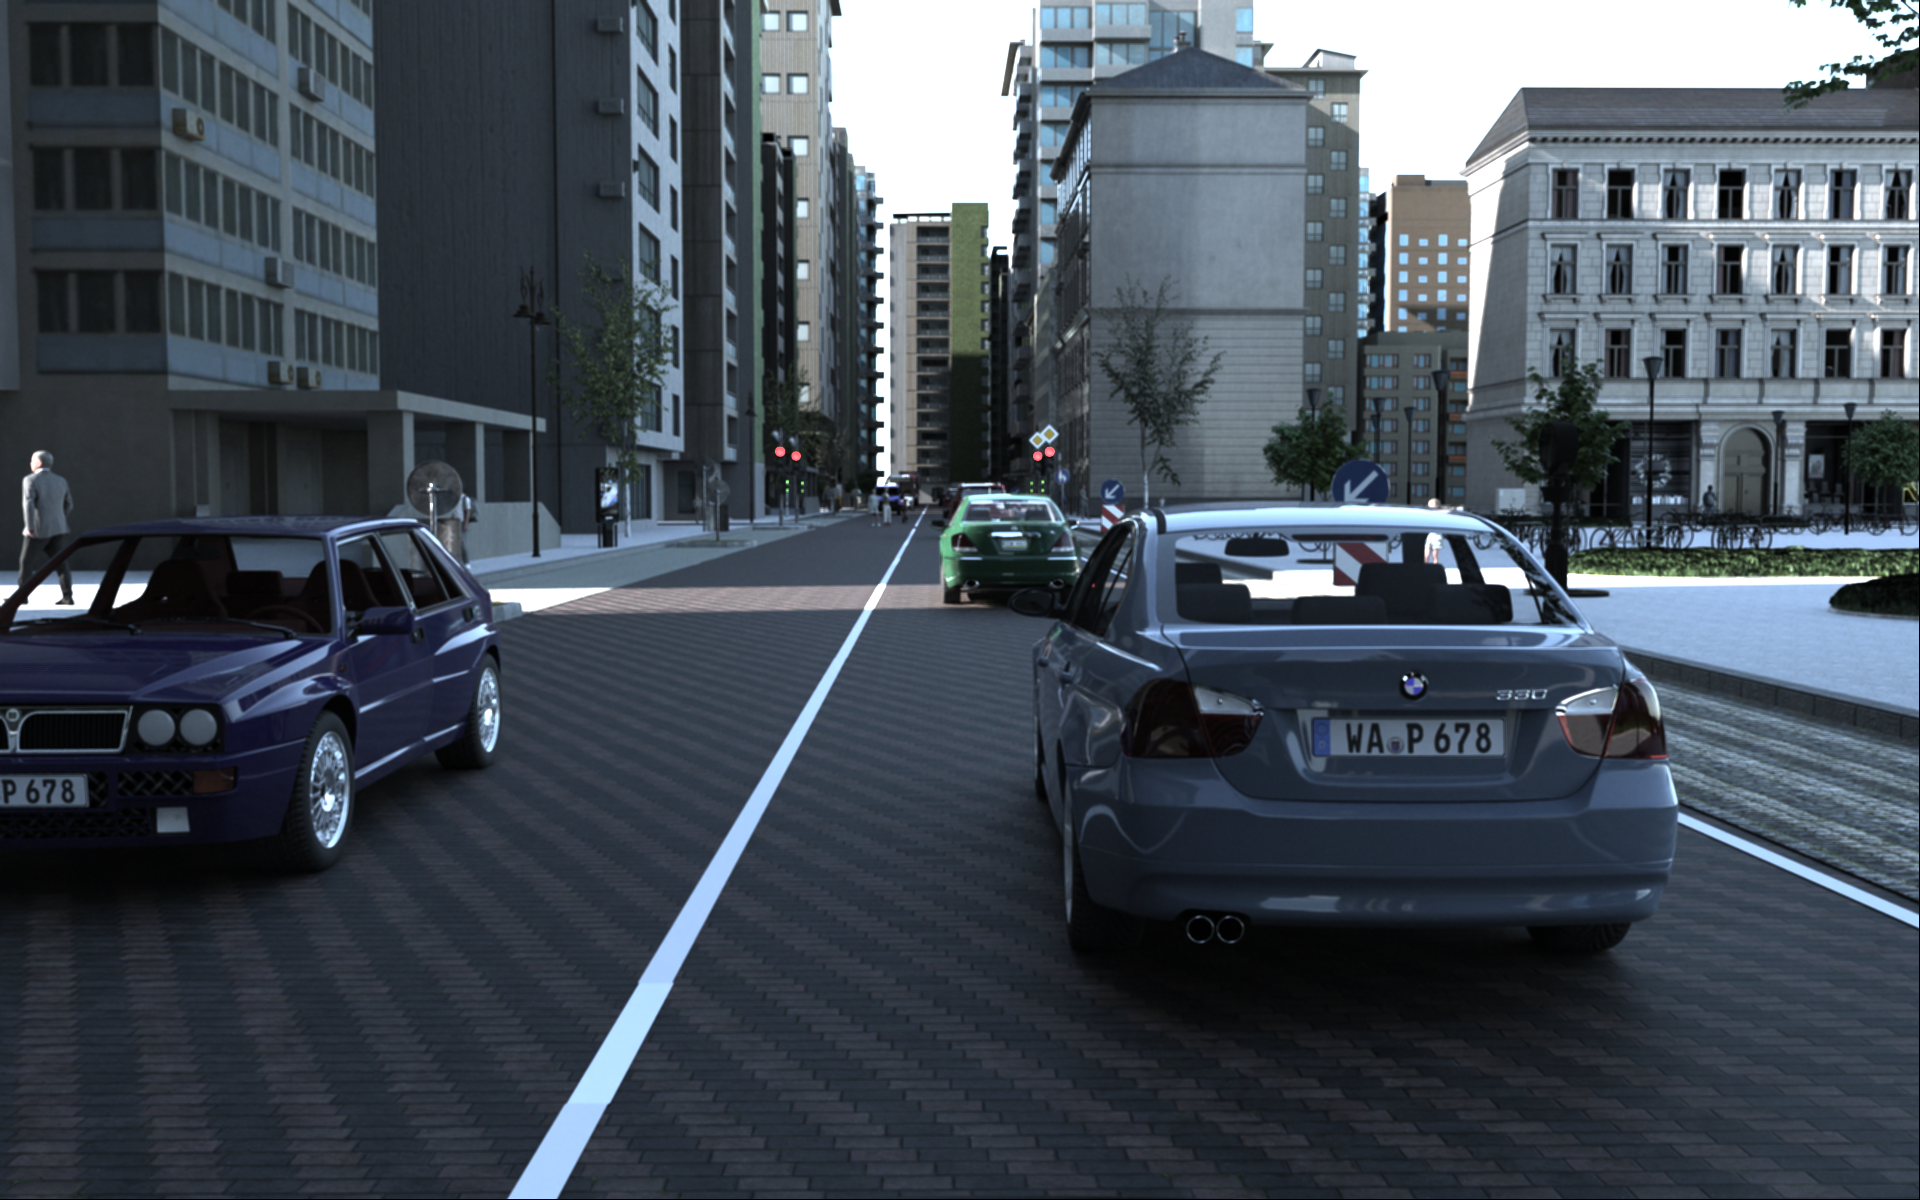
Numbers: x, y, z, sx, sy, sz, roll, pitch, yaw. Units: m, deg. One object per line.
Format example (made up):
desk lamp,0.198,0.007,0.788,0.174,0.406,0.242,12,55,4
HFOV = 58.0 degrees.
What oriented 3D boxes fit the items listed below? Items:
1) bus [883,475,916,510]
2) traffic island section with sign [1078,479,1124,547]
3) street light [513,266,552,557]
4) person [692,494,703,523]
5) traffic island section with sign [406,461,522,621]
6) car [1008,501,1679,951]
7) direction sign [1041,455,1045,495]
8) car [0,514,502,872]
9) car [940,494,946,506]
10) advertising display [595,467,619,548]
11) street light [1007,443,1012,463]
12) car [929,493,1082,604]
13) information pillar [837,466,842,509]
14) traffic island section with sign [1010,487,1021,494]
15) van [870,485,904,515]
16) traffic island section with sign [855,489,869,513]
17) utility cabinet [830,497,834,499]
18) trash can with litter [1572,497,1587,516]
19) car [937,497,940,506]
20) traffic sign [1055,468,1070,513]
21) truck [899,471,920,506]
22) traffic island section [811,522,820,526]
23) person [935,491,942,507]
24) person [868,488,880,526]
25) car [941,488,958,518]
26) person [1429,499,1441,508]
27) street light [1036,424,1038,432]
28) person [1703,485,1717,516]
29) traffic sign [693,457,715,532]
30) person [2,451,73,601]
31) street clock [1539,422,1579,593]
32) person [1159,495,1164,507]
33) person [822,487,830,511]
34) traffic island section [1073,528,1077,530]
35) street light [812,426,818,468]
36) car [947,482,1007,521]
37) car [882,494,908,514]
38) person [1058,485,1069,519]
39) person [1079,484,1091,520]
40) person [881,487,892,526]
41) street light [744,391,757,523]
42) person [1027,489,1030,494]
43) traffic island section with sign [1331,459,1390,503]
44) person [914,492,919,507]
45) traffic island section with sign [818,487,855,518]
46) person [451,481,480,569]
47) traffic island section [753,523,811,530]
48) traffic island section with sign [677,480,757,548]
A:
bus,-5.688,-10.198,161.602,2.948,3.499,13.247,0,4,-2
traffic island section with sign,3.960,-2.358,47.178,1.989,1.847,2.006,0,4,-1
street light,-8.667,-3.820,35.250,0.468,5.910,1.993,0,4,-1
person,-11.652,-4.073,76.902,0.475,1.303,0.640,-2,4,-26
traffic island section with sign,-6.152,-0.691,19.923,1.989,1.847,2.006,0,4,-1
car,1.206,0.323,6.728,2.014,1.417,4.499,0,4,0
direction sign,4.860,-6.706,101.639,0.379,3.537,0.876,1,4,13
car,-3.284,0.294,7.775,1.945,1.354,3.894,0,4,-2
car,-1.529,-11.822,203.074,2.009,1.686,4.222,0,3,0
advertising display,-8.457,-2.222,41.545,0.123,1.923,0.974,1,4,16
street light,4.319,-11.001,152.657,0.468,5.910,1.993,0,4,-1
car,0.641,-0.750,24.063,2.131,1.459,4.920,0,4,-1
information pillar,-10.153,-9.439,145.689,0.504,3.616,0.183,-3,5,-40
traffic island section with sign,3.143,-5.747,102.588,1.989,1.847,2.006,0,4,-1
van,-5.010,-7.023,119.212,2.240,2.365,5.245,0,4,-2
traffic island section with sign,-7.793,-7.402,129.648,1.989,1.847,2.006,0,4,-1
utility cabinet,-10.021,-7.804,136.272,0.318,1.500,1.173,-1,4,-12
trash can with litter,27.913,-4.041,77.453,1.055,1.170,0.624,0,4,-1
car,-1.818,-12.459,213.298,1.945,1.707,3.694,0,4,-2
traffic sign,5.065,-5.241,85.804,0.768,2.556,0.104,0,4,4
truck,-6.357,-13.907,216.294,2.839,4.237,11.283,0,4,-1
traffic island section,-7.343,-3.396,77.798,2.009,0.180,2.903,0,4,-1
person,-2.226,-11.522,197.406,1.217,1.766,0.721,2,4,24
person,-3.850,-4.160,77.512,0.512,1.701,0.522,0,4,-6
car,-0.010,-5.857,104.437,2.281,1.827,5.304,0,4,-1
person,7.272,-0.935,26.348,0.505,1.210,0.382,2,4,34
street light,4.989,-8.550,112.585,0.468,5.910,1.993,0,4,-1
person,32.969,-4.147,76.290,0.713,1.824,0.794,-2,4,-25
traffic sign,-8.735,-3.608,59.094,0.768,2.556,0.104,0,4,4
person,-10.620,-0.828,19.974,0.834,1.777,0.661,1,4,13
street clock,6.029,-0.790,17.492,0.358,2.002,0.471,0,4,-3
person,10.609,-4.900,90.841,0.332,1.250,0.352,-1,4,-10
person,-9.785,-7.433,127.759,0.709,1.800,0.728,1,4,14
traffic island section,3.616,-2.917,69.971,2.009,0.180,2.903,0,4,-1
street light,-9.886,-8.867,117.768,0.468,5.910,1.993,0,4,-1
car,0.692,-2.906,56.179,2.281,1.827,5.304,0,4,1
car,-4.891,-7.312,128.598,2.155,1.783,4.494,0,4,-1
person,5.368,-5.161,90.604,0.419,1.800,0.721,-2,4,-25
person,6.280,-4.917,86.708,0.573,1.790,0.520,1,4,13
person,-3.310,-4.245,78.447,0.362,1.759,0.519,3,4,37
street light,-9.391,-6.427,77.877,0.468,5.910,1.993,0,4,-1
person,5.176,-7.545,129.946,0.362,1.759,0.519,0,4,1
traffic island section with sign,4.375,-0.708,20.208,1.989,1.847,2.006,0,4,-1
person,-4.737,-10.734,184.938,0.436,1.711,0.756,-2,4,-27
traffic island section with sign,-7.392,-5.753,102.696,1.989,1.847,2.006,0,4,-1
person,-8.527,-1.289,29.721,0.503,1.515,0.523,1,4,9
traffic island section,-7.224,-2.907,69.814,2.009,0.180,2.903,0,4,-1
traffic island section with sign,-6.558,-2.345,46.961,1.989,1.847,2.006,0,4,-1
